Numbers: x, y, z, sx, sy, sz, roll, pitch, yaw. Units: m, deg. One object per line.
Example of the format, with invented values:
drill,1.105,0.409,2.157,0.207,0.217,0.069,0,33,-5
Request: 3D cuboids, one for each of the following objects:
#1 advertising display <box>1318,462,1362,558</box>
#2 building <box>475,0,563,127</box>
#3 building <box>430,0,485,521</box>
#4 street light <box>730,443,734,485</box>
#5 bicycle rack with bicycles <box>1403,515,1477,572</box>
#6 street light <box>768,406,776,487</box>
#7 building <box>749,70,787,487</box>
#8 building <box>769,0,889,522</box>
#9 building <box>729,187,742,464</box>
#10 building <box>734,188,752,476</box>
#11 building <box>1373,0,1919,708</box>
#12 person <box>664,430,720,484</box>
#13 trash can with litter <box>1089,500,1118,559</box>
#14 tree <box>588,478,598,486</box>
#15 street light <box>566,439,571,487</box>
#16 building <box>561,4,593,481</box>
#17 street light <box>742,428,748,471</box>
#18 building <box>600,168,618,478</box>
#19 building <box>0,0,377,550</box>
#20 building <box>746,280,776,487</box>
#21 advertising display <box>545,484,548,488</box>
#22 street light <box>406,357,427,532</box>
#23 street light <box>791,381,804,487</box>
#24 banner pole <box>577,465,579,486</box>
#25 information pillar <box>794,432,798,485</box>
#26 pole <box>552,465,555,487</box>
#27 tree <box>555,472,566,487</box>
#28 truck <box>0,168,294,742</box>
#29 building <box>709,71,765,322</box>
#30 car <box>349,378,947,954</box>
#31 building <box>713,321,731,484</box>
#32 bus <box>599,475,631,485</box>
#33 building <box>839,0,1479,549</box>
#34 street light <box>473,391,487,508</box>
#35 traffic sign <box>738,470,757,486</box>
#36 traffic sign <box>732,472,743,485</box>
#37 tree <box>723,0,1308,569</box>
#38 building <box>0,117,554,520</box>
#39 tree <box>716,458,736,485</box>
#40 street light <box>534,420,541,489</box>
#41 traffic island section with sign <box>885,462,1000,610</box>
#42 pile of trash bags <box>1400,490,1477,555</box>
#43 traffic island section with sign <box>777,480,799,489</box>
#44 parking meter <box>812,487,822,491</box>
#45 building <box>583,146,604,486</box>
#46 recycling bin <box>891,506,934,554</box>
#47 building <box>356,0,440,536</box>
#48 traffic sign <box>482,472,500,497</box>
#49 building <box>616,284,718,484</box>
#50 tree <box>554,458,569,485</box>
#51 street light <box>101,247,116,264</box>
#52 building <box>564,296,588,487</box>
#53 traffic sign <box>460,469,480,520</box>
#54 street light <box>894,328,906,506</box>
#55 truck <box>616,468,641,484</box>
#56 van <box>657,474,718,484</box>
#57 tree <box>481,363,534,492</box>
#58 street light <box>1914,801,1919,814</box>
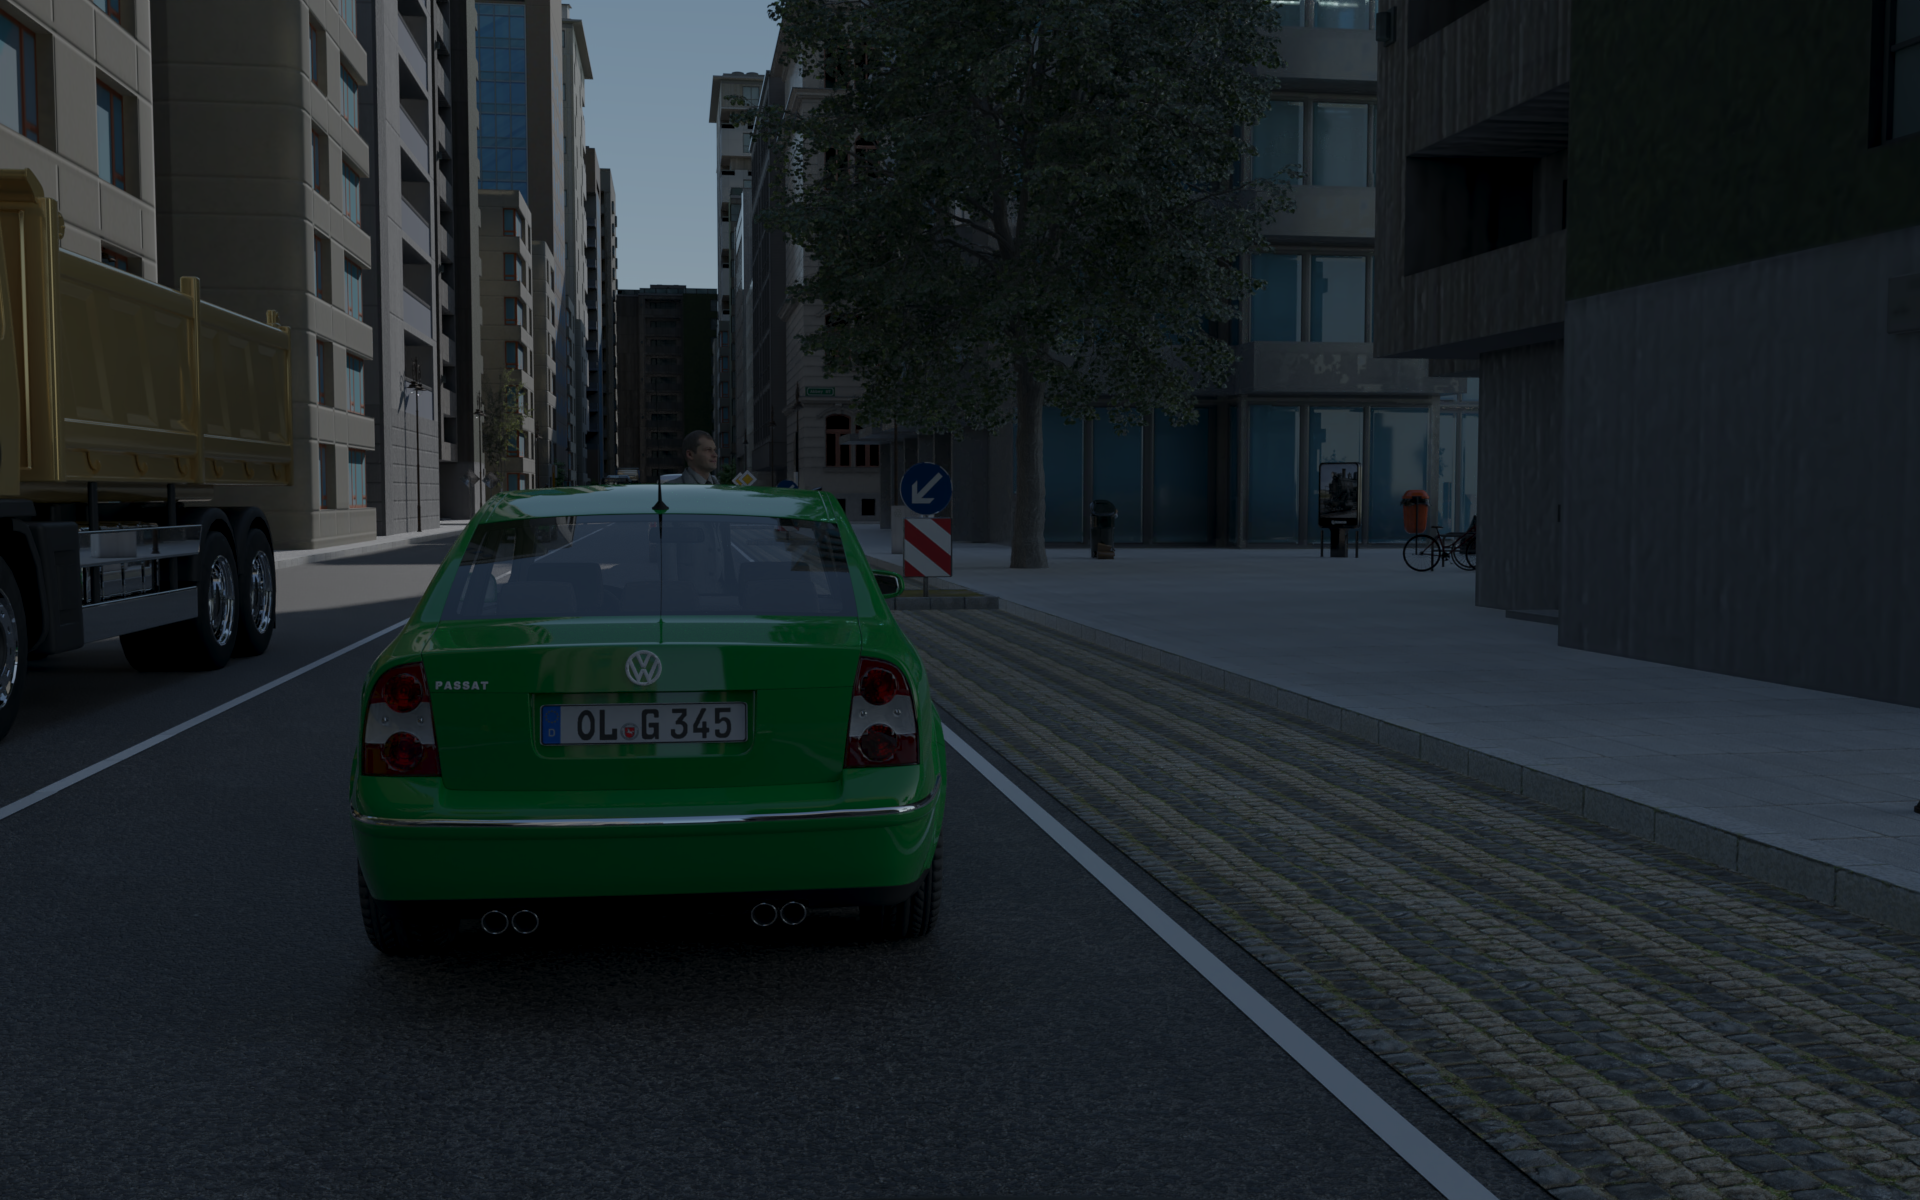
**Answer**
advertising display,7.684,-1.825,35.053,0.123,1.923,0.974,-3,5,-42
building,-39.494,-29.972,140.151,14.600,45.320,14.200,-1,4,-9
building,-30.777,-18.997,82.302,14.160,30.474,14.107,-1,4,-9
street light,-20.122,-11.017,152.915,0.468,5.910,1.993,-1,4,-9
bicycle rack with bicycles,9.081,-0.959,29.062,2.925,0.926,2.852,1,4,22
street light,-9.713,-7.152,89.726,0.468,5.910,1.993,-1,4,-9
building,-5.126,-19.085,105.554,14.314,27.812,24.014,-1,4,-9
building,2.699,-18.328,87.057,23.554,28.519,14.401,-1,4,-9
building,-15.099,-24.139,166.380,14.160,30.474,14.107,-1,4,-9
building,-12.373,-19.976,144.637,12.078,24.808,19.932,-1,4,-9
building,11.632,-14.996,16.893,14.160,30.474,14.107,-1,4,-9
person,-1.551,-0.109,10.376,0.767,1.812,0.694,2,4,29
trash can with litter,2.913,-1.409,34.422,0.624,1.170,1.055,0,4,-5
tree,-44.556,-13.283,211.780,1.663,3.219,1.824,0,3,0
street light,-31.816,-10.274,140.774,0.468,5.910,1.993,-1,4,-9
building,-55.167,-36.758,190.230,28.713,52.752,27.495,-1,4,-9
street light,-14.986,-9.075,121.159,0.468,5.910,1.993,-1,4,-9
building,-59.105,-37.874,242.945,21.600,48.544,21.300,-1,4,-9
building,-27.627,-11.394,31.336,27.650,21.520,28.899,-1,4,-9
building,-9.994,-16.606,126.261,10.420,20.320,16.860,-1,4,-9
advertising display,-26.053,-6.358,109.171,0.123,1.923,0.974,-1,4,-18
street light,-18.288,-5.237,58.415,0.468,5.910,1.993,-1,4,-9
street light,-6.659,-6.013,71.106,0.468,5.910,1.993,-1,4,-9
banner pole,-32.533,-9.641,147.650,0.401,3.779,0.863,-1,4,-15
information pillar,-6.175,-4.517,65.200,0.183,3.616,0.504,-1,4,-15
pole,-28.697,-7.861,122.373,0.158,3.312,0.155,0,3,0
tree,-30.409,-8.219,128.984,1.663,3.219,1.824,0,3,0
truck,-6.944,-0.959,11.602,3.469,3.379,9.791,0,4,-8
building,-16.418,-38.355,216.337,28.713,52.752,27.495,-1,4,-9
car,-1.132,0.119,6.850,1.959,1.807,4.718,0,4,-7
building,-12.664,-21.045,189.131,27.650,21.520,28.899,-1,4,-9
bus,-32.842,-10.452,165.745,2.948,3.499,13.247,-1,4,-10
building,8.828,-26.527,53.322,23.786,49.044,30.456,-1,4,-9
street light,-21.431,-6.397,77.378,0.468,5.910,1.993,-1,4,-9
traffic sign,-8.724,-4.130,71.172,0.795,2.450,0.064,-1,4,-9
traffic sign,-10.019,-4.612,79.052,0.795,2.450,0.064,-1,4,-9
tree,1.090,-7.527,29.729,9.857,13.997,8.962,0,3,0
building,-41.008,-16.251,110.741,27.650,21.520,28.899,-1,4,-9
tree,-20.364,-10.558,156.343,4.285,4.588,4.351,0,3,0
street light,-26.508,-8.321,108.843,0.468,5.910,1.993,-1,4,-9
traffic island section with sign,-0.641,-0.830,22.205,1.989,1.847,2.006,-1,4,-9
pile of trash bags,11.038,-1.636,36.496,3.447,1.369,1.912,0,4,8
traffic island section with sign,-5.012,-2.457,48.805,1.989,1.847,2.006,-1,4,-9
parking meter,-5.018,-3.202,60.758,0.372,1.533,0.369,0,3,0
building,-52.579,-34.726,217.881,14.200,45.320,14.600,-1,4,-9
recycling bin,-1.019,-1.509,37.231,0.722,1.027,0.722,1,4,22
building,-32.804,-31.509,57.178,28.212,58.520,21.231,-1,4,-9
traffic sign,-20.921,-4.504,77.287,0.795,2.450,0.064,-1,4,-9
building,-40.781,-28.770,242.088,14.107,30.474,14.160,-1,4,-9
tree,-31.618,-9.122,132.864,4.285,4.588,4.351,0,3,0
street light,-13.124,-3.314,26.965,0.468,5.910,1.993,-1,4,-9
building,-50.114,-19.477,163.490,27.650,21.520,28.899,-1,4,-9
traffic sign,-19.626,-4.022,69.407,0.795,2.450,0.064,-1,4,-9
street light,-1.451,-4.064,39.227,0.468,5.910,1.993,-1,4,-9
truck,-35.960,-12.157,187.674,2.839,4.237,11.283,-1,4,-10
van,-5.903,-1.878,37.718,2.013,2.044,4.112,-1,4,-8
tree,-25.810,-8.934,96.438,4.360,8.622,3.978,0,3,0
street light,3.935,-2.079,6.780,0.468,5.910,1.993,-1,4,-9
